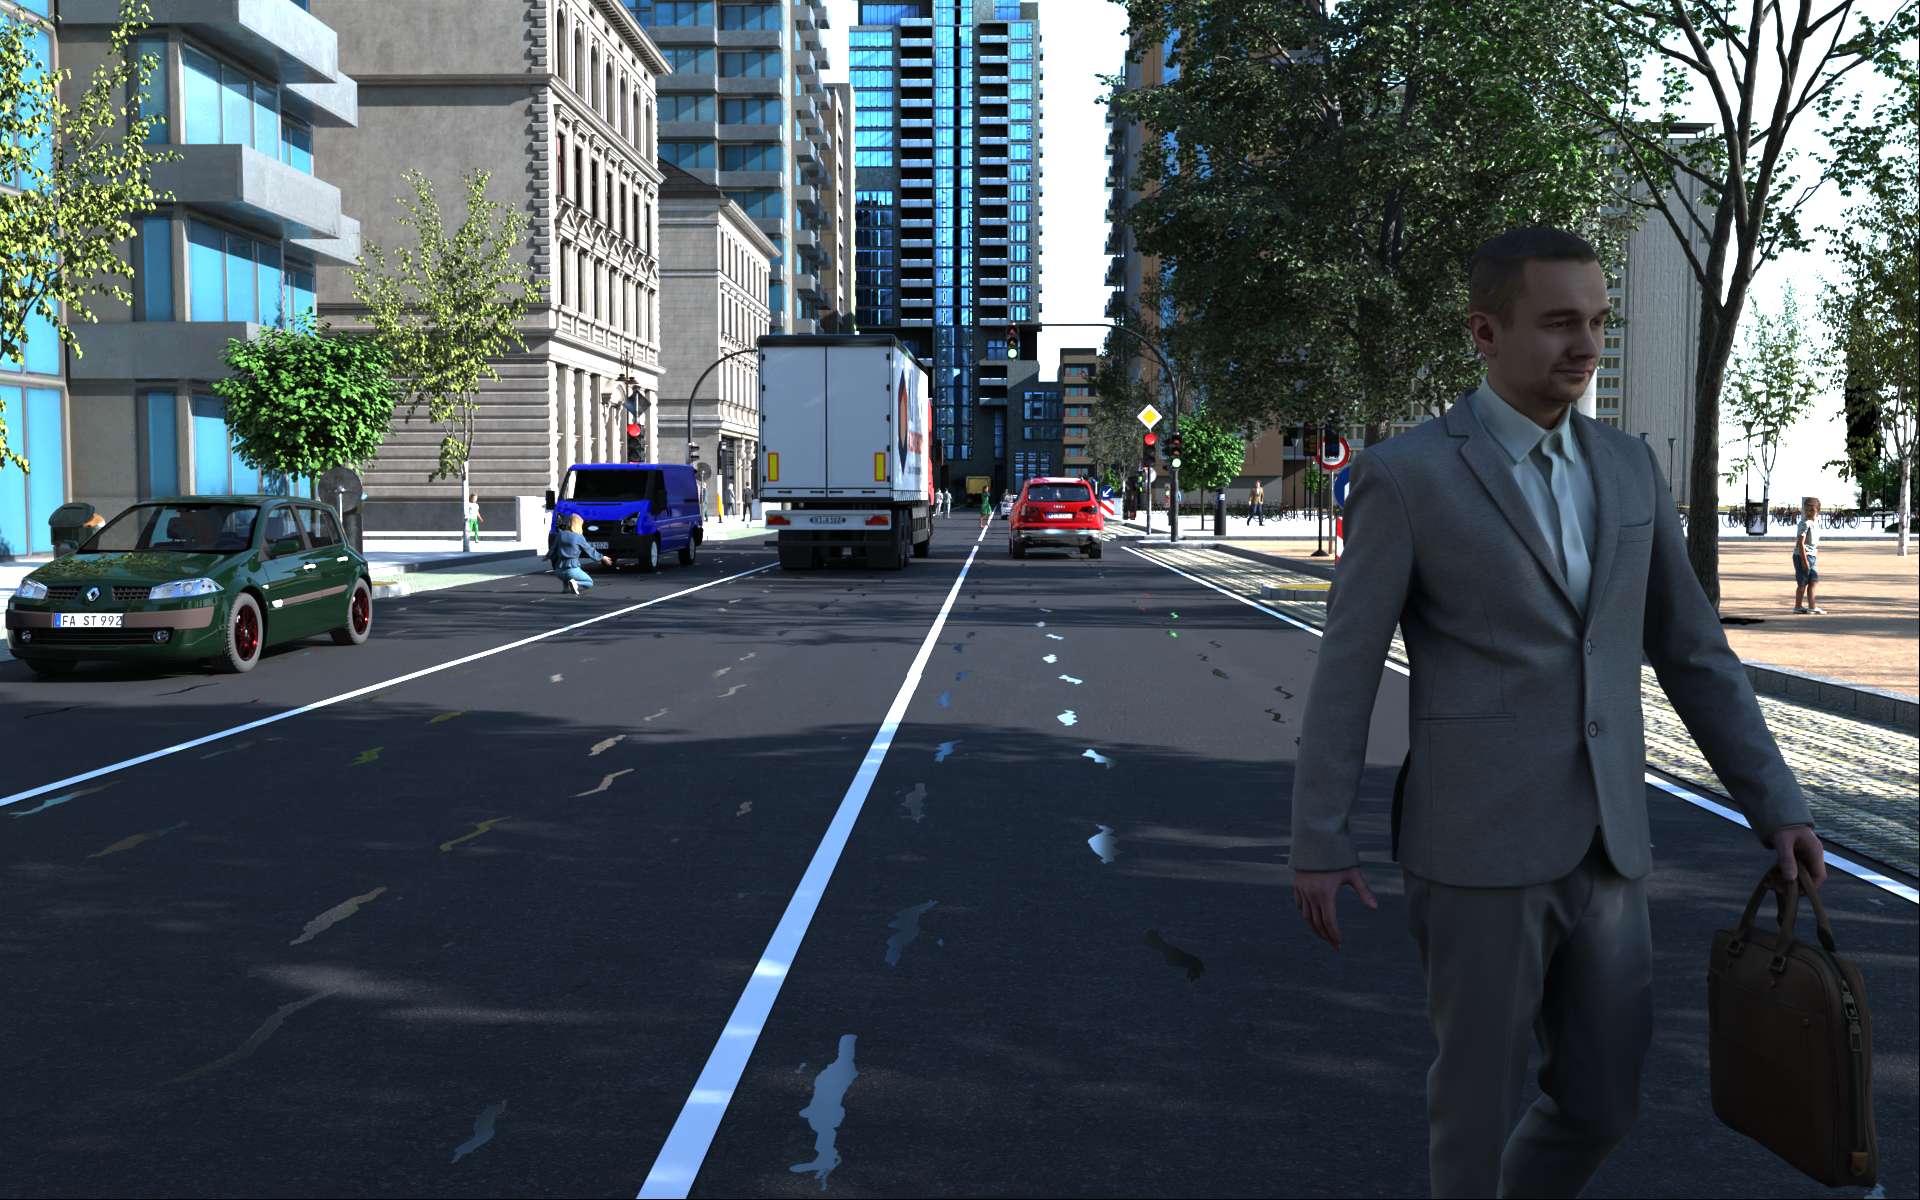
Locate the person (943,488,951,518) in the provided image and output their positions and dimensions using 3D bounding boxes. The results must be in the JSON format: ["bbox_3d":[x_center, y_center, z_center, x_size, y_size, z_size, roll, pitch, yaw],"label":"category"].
[{"bbox_3d":[-0.772,-5.761,102.873,0.511,1.800,0.466,1,4,10],"label":"person"}]

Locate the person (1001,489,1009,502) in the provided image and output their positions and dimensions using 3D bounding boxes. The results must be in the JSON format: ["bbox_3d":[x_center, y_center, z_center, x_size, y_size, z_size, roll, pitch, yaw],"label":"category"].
[{"bbox_3d":[3.339,-7.162,125.997,0.661,1.777,0.834,1,4,12],"label":"person"}]

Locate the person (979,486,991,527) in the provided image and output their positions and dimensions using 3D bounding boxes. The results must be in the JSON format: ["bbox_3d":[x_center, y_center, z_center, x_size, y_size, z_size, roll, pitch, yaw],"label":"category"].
[{"bbox_3d":[1.077,-4.018,74.449,0.529,1.795,0.600,1,4,12],"label":"person"}]

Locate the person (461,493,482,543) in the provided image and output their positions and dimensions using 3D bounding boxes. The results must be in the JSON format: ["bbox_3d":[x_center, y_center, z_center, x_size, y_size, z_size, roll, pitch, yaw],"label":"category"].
[{"bbox_3d":[-12.730,-2.130,45.110,0.590,1.304,0.306,1,4,19],"label":"person"}]

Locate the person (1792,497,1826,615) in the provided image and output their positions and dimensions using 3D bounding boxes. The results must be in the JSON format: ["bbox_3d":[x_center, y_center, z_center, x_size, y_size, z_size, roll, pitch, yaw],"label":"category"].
[{"bbox_3d":[9.067,-0.474,18.477,0.332,1.250,0.352,0,4,4],"label":"person"}]

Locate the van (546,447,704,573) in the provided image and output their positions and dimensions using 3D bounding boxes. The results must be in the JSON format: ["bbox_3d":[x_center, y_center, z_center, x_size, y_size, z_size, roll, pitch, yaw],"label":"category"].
[{"bbox_3d":[-6.396,-1.771,33.343,2.240,2.365,5.245,0,4,3],"label":"van"}]

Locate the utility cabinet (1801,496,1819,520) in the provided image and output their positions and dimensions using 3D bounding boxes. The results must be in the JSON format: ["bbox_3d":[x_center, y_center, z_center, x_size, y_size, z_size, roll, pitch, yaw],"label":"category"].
[{"bbox_3d":[22.767,-2.155,46.402,0.306,1.237,1.020,1,4,18],"label":"utility cabinet"}]

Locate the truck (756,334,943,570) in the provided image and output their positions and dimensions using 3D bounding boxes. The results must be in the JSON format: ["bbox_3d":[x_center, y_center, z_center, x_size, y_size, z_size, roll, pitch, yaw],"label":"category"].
[{"bbox_3d":[-2.053,-2.882,36.035,2.839,4.237,11.283,0,4,3],"label":"truck"}]

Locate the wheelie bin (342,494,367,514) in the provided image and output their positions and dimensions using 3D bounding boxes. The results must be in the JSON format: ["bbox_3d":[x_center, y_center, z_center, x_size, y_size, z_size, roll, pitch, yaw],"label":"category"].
[{"bbox_3d":[-19.193,-2.855,54.593,0.980,1.594,0.693,0,4,-5],"label":"wheelie bin"}]

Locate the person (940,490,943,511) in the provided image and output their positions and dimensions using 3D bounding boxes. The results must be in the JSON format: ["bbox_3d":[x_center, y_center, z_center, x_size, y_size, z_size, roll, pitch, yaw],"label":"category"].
[{"bbox_3d":[-1.627,-8.714,150.940,0.705,1.831,1.348,-2,4,-25],"label":"person"}]

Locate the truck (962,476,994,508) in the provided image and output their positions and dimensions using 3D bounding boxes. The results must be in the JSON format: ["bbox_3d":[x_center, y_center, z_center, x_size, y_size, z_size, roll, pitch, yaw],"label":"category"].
[{"bbox_3d":[1.954,-11.701,187.227,3.469,3.379,9.791,0,4,0],"label":"truck"}]

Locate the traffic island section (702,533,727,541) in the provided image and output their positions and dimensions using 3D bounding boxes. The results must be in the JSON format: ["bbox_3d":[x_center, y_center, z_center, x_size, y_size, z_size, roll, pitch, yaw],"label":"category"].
[{"bbox_3d":[-8.501,-1.979,54.638,2.009,0.180,2.903,0,4,1],"label":"traffic island section"}]

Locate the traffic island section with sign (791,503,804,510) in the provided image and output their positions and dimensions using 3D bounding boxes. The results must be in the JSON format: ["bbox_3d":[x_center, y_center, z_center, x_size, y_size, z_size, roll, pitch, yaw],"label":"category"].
[{"bbox_3d":[-7.548,-4.397,80.518,1.989,1.847,2.006,0,4,1],"label":"traffic island section with sign"}]

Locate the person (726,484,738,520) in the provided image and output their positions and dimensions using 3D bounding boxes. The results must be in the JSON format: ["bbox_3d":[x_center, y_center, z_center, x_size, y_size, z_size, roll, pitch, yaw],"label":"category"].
[{"bbox_3d":[-11.514,-4.941,87.007,0.537,1.800,0.526,3,5,42],"label":"person"}]

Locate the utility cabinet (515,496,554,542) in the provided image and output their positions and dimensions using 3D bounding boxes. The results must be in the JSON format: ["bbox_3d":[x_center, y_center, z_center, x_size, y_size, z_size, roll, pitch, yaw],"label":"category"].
[{"bbox_3d":[-11.471,-2.182,46.829,1.020,1.237,0.306,-3,5,-40],"label":"utility cabinet"}]

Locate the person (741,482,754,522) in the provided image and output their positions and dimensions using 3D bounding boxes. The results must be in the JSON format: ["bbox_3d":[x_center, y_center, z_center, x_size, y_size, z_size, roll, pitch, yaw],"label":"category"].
[{"bbox_3d":[-9.809,-4.522,79.750,0.659,1.850,0.755,-2,4,-32],"label":"person"}]

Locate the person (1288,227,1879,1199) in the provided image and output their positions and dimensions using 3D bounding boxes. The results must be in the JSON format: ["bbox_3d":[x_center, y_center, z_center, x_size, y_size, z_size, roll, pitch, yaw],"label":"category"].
[{"bbox_3d":[0.861,0.371,2.557,0.709,1.813,0.853,-1,4,-18],"label":"person"}]

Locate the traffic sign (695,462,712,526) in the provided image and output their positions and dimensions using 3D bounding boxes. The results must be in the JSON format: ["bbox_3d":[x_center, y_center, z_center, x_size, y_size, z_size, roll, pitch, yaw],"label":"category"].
[{"bbox_3d":[-10.342,-4.243,69.483,0.768,2.556,0.104,0,4,6],"label":"traffic sign"}]

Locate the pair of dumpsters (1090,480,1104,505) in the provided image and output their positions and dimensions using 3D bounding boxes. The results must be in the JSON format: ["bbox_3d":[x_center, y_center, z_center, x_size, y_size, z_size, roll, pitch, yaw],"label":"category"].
[{"bbox_3d":[9.677,-7.315,122.094,1.574,2.255,4.437,0,4,2],"label":"pair of dumpsters"}]

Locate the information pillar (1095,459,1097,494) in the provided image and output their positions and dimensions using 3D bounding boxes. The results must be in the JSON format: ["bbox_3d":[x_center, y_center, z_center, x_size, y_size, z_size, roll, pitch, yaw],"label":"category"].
[{"bbox_3d":[9.185,-7.672,116.794,0.183,3.616,0.504,0,4,2],"label":"information pillar"}]

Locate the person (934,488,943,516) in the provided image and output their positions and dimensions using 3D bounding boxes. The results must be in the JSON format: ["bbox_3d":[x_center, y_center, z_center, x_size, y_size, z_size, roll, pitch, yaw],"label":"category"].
[{"bbox_3d":[-1.422,-6.479,114.638,0.606,1.804,0.583,1,4,9],"label":"person"}]

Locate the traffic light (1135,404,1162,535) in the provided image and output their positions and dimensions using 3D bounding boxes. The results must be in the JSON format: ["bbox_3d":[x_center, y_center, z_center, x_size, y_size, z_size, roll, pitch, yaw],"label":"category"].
[{"bbox_3d":[5.897,-3.991,54.169,0.839,4.253,0.868,0,4,1],"label":"traffic light"}]

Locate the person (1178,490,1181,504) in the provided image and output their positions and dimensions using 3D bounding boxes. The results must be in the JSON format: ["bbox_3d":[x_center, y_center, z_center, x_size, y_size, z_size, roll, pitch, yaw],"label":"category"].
[{"bbox_3d":[9.847,-4.475,79.558,0.601,1.785,0.444,0,4,2],"label":"person"}]

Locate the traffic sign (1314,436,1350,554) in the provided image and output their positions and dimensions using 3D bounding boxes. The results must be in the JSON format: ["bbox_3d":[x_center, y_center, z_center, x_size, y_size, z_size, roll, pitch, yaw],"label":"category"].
[{"bbox_3d":[7.928,-2.256,36.991,0.768,2.556,0.104,0,4,8],"label":"traffic sign"}]

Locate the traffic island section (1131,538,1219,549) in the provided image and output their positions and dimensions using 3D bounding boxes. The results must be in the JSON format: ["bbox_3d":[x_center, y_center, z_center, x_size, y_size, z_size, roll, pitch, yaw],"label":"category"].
[{"bbox_3d":[5.742,-1.469,46.300,2.009,0.180,2.903,0,4,1],"label":"traffic island section"}]

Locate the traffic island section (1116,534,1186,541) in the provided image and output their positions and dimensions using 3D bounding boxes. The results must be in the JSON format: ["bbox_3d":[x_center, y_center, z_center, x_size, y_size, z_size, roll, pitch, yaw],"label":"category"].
[{"bbox_3d":[5.936,-1.957,54.282,2.009,0.180,2.903,0,4,1],"label":"traffic island section"}]

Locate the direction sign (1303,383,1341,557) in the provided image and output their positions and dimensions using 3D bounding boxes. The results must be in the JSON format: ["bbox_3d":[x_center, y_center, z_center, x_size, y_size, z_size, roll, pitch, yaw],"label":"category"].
[{"bbox_3d":[7.424,-2.667,35.609,0.379,3.537,0.876,-3,5,-43],"label":"direction sign"}]

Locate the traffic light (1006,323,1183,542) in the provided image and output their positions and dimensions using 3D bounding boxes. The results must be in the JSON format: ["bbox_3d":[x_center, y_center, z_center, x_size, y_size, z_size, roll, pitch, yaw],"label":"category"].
[{"bbox_3d":[3.609,-4.369,46.096,4.771,5.953,1.251,0,4,1],"label":"traffic light"}]

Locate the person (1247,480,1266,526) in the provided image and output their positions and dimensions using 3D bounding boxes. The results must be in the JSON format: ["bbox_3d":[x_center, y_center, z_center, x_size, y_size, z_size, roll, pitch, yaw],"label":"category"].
[{"bbox_3d":[11.915,-3.907,69.836,0.836,1.842,0.656,3,4,38],"label":"person"}]

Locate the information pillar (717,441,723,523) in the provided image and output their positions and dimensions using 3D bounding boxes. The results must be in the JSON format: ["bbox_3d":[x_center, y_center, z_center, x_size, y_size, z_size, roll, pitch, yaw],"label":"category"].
[{"bbox_3d":[-10.563,-5.184,76.106,0.183,3.616,0.504,0,4,5],"label":"information pillar"}]

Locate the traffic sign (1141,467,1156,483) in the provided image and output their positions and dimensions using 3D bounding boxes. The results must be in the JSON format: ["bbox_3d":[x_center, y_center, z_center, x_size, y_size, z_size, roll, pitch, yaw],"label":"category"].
[{"bbox_3d":[8.763,-4.933,80.766,0.768,2.556,0.104,0,4,6],"label":"traffic sign"}]

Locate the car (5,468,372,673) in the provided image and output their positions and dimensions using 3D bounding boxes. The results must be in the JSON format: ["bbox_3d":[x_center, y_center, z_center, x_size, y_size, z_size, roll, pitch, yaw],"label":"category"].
[{"bbox_3d":[-6.547,-0.324,15.092,2.009,1.686,4.222,0,4,1],"label":"car"}]

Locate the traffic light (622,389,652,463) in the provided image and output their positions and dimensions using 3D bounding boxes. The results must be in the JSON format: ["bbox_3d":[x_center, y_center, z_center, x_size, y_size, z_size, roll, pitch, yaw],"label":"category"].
[{"bbox_3d":[-8.655,-3.523,46.519,0.839,4.253,0.868,0,4,1],"label":"traffic light"}]

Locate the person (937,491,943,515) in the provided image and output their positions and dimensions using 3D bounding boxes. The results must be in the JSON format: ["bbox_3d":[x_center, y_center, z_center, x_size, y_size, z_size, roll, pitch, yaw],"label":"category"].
[{"bbox_3d":[-1.417,-6.743,118.923,0.537,1.800,0.526,0,3,0],"label":"person"}]

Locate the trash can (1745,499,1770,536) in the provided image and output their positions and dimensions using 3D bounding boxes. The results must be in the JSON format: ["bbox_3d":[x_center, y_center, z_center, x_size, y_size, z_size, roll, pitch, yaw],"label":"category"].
[{"bbox_3d":[24.540,-2.549,53.328,0.748,1.137,0.748,0,3,0],"label":"trash can"}]

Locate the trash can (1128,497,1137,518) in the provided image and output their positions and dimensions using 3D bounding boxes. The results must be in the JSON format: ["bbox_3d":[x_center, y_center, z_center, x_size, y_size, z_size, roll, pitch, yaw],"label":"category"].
[{"bbox_3d":[8.895,-4.801,90.146,0.748,1.137,0.748,0,3,0],"label":"trash can"}]

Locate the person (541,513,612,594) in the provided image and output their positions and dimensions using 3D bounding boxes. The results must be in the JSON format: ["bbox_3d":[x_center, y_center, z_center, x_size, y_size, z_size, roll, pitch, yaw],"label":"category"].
[{"bbox_3d":[-5.681,-0.683,25.162,1.012,1.151,0.738,1,4,15],"label":"person"}]

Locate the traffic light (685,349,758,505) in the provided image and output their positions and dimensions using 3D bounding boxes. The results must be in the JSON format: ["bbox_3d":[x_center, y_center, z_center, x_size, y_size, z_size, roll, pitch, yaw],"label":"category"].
[{"bbox_3d":[-6.367,-4.882,54.486,4.771,5.953,1.251,0,4,1],"label":"traffic light"}]

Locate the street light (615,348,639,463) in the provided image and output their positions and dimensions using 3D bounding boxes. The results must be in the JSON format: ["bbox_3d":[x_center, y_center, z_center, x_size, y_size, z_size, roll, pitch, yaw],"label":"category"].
[{"bbox_3d":[-10.505,-5.016,54.796,0.468,5.910,1.993,0,4,1],"label":"street light"}]

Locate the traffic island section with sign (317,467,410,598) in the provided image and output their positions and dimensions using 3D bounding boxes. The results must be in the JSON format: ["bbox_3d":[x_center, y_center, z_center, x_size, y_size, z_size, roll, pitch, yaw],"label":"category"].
[{"bbox_3d":[-8.909,-0.966,24.415,1.989,1.847,2.006,0,4,1],"label":"traffic island section with sign"}]

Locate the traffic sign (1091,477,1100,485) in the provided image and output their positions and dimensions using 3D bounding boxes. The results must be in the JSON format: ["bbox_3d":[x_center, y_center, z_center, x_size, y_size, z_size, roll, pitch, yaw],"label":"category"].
[{"bbox_3d":[10.025,-7.817,127.915,0.768,2.556,0.104,0,4,3],"label":"traffic sign"}]

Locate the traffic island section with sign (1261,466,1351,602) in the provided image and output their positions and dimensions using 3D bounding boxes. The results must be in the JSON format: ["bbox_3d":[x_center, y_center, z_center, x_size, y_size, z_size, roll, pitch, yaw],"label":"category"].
[{"bbox_3d":[5.203,-0.928,23.794,1.989,1.847,2.006,0,4,1],"label":"traffic island section with sign"}]

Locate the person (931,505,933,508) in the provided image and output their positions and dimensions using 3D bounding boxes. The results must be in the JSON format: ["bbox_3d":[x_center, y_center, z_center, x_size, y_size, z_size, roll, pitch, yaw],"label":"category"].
[{"bbox_3d":[-2.820,-10.380,178.663,0.568,1.767,0.683,0,4,-5],"label":"person"}]

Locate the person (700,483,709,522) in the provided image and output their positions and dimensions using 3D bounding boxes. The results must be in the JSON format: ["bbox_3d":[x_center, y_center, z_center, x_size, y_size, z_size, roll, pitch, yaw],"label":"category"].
[{"bbox_3d":[-11.837,-4.482,79.502,0.590,1.801,0.661,-1,4,-13],"label":"person"}]

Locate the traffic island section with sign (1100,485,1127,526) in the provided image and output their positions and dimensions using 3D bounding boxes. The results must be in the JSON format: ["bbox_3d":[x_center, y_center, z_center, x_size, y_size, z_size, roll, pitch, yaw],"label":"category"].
[{"bbox_3d":[6.540,-4.296,78.874,1.989,1.847,2.006,0,4,1],"label":"traffic island section with sign"}]
